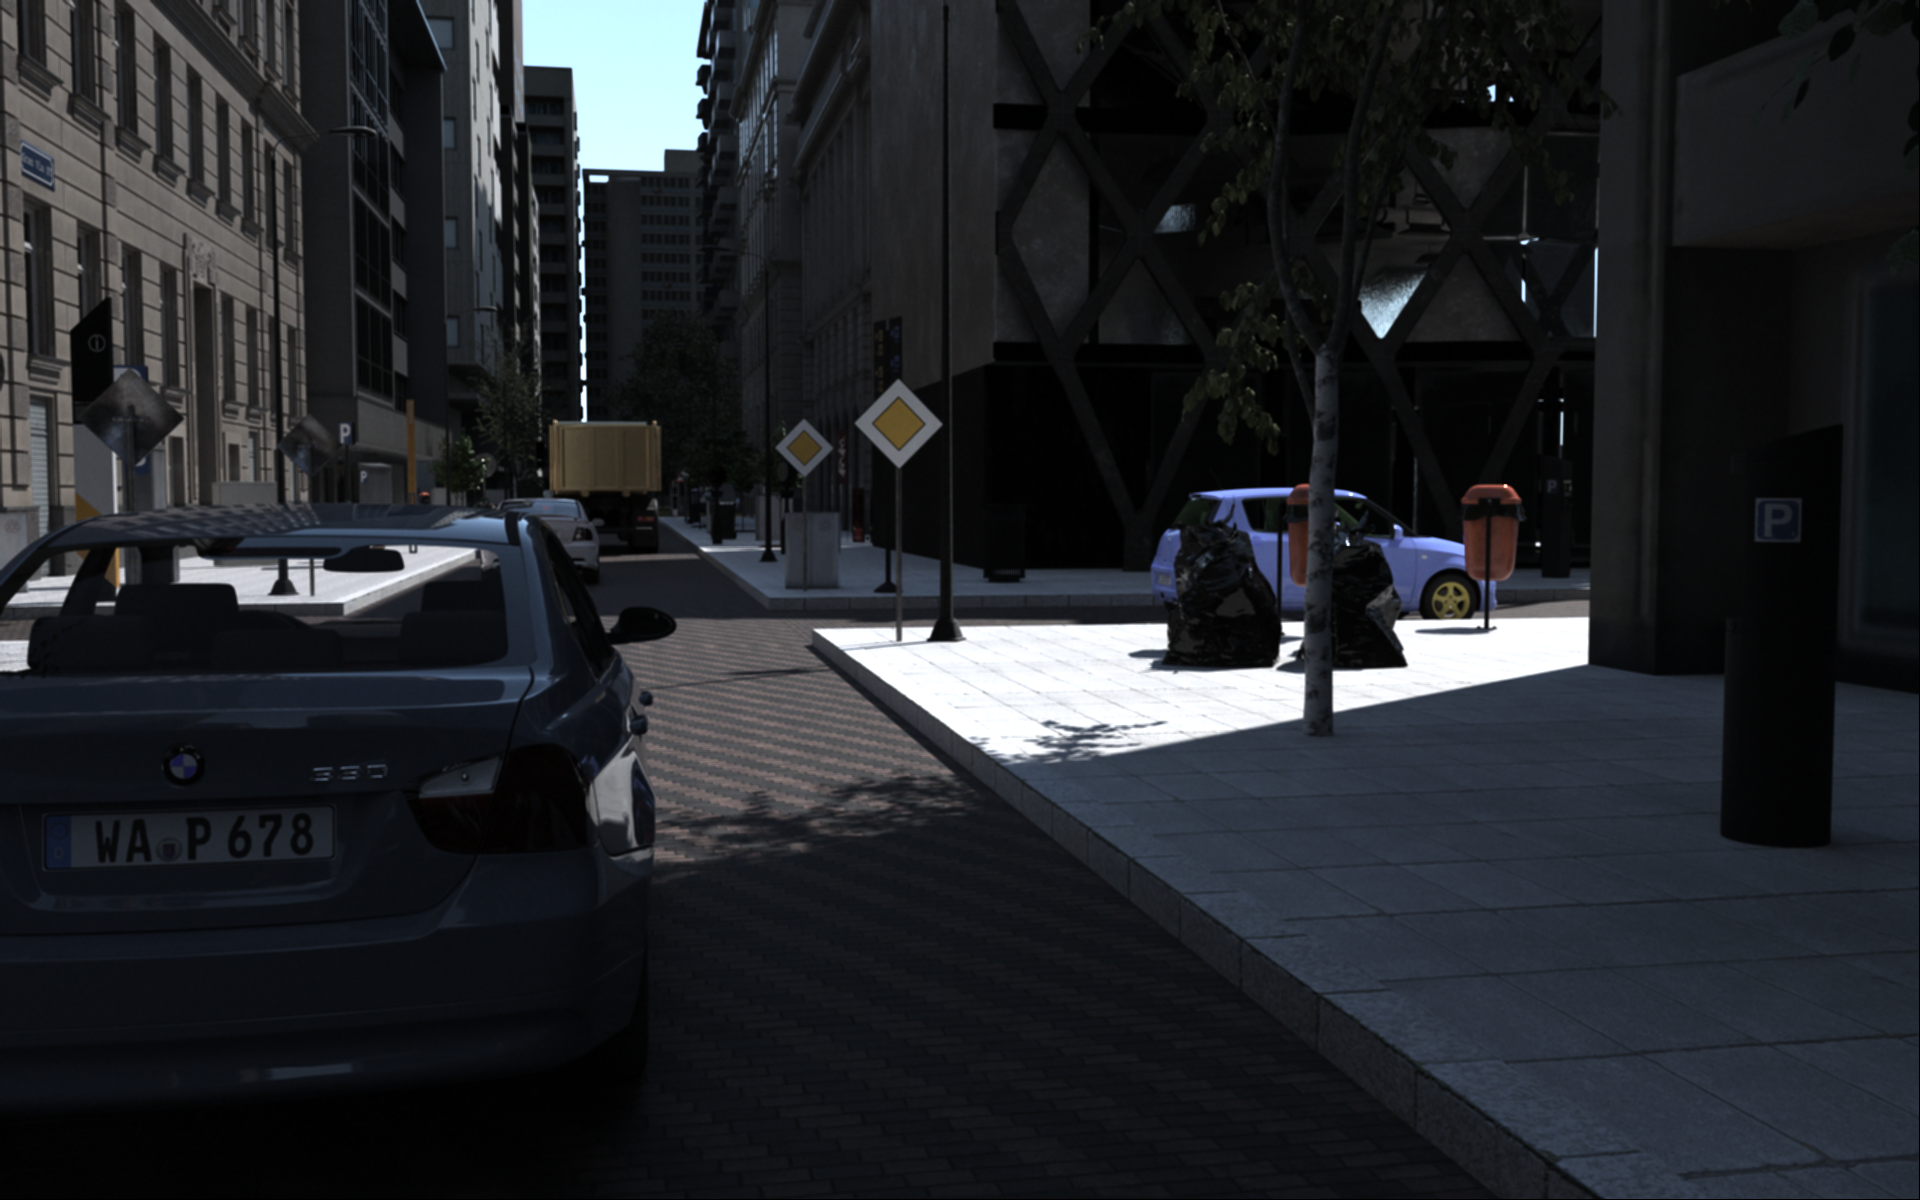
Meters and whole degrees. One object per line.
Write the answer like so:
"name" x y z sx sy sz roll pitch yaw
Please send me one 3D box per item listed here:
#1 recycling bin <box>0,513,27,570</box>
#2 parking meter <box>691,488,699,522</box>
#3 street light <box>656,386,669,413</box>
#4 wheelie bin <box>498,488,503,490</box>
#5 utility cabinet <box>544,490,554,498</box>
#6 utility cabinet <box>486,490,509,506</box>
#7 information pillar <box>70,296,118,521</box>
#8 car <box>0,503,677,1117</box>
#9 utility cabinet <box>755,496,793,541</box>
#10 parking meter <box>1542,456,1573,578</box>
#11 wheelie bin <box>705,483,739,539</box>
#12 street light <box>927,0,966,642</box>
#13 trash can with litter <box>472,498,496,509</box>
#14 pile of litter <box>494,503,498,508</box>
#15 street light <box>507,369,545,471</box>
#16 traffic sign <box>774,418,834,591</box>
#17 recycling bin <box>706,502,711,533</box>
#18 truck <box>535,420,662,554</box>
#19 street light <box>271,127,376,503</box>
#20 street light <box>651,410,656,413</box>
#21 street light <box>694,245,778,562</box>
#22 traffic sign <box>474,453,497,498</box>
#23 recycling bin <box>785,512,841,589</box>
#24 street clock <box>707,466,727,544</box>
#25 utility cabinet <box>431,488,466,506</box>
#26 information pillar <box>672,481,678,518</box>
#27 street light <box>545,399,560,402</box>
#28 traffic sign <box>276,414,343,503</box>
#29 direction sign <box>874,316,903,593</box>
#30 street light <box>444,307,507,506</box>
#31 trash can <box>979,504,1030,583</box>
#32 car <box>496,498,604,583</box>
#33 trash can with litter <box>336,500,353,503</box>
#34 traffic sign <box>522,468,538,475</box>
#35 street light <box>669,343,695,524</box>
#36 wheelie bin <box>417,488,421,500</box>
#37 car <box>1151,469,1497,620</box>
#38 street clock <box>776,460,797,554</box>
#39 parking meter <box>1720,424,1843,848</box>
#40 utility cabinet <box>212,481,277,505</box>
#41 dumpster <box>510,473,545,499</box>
"recycling bin" -12.598 -0.609 22.519 0.722 1.027 0.722 -3 5 -40
"parking meter" -12.009 -4.289 78.539 0.372 1.533 0.369 0 3 0
"street light" -12.203 -6.250 74.723 1.470 5.913 1.316 -1 4 -11
"wheelie bin" -23.684 -4.971 89.180 0.693 1.594 0.980 0 4 3
"utility cabinet" -22.241 -5.201 93.710 0.318 1.500 1.173 -2 4 -32
"utility cabinet" -22.785 -4.673 85.077 1.173 1.500 0.318 -3 4 -36
"information pillar" -10.285 -1.790 20.617 0.504 3.616 0.183 0 4 2
"car" -1.872 0.407 5.345 2.014 1.417 4.499 -1 4 -11
"utility cabinet" -5.149 -2.253 47.992 1.020 1.237 0.306 -2 4 -26
"parking meter" 9.143 -1.271 26.500 0.255 1.863 0.399 -2 4 -32
"wheelie bin" -6.777 -2.525 49.186 0.980 1.594 0.693 -2 4 -28
"street light" -0.651 -2.592 14.922 1.470 5.913 1.316 -1 4 -11
"trash can with litter" -14.696 -2.542 52.948 0.624 1.170 1.055 1 4 15
"pile of litter" -22.318 -4.260 83.614 1.719 0.858 1.176 -2 4 -33
"street light" -16.287 -5.603 64.143 1.470 5.913 1.316 -1 4 -11
"traffic sign" -2.052 -1.176 22.862 0.795 2.450 0.064 -1 4 -11
"recycling bin" -7.893 -2.723 57.070 0.722 1.027 0.722 1 4 14
"truck" -9.316 -3.004 45.044 3.469 3.379 9.791 -1 4 -13
"street light" -8.077 -3.023 21.963 1.470 5.913 1.316 -1 4 -11
"street light" -16.441 -7.576 96.407 1.470 5.913 1.316 -1 4 -11
"street light" -4.168 -3.674 32.616 1.470 5.913 1.316 -1 4 -11
"traffic sign" -14.745 -3.277 53.691 0.768 2.556 0.104 0 4 -2
"recycling bin" -2.013 -0.686 23.766 0.722 1.027 0.722 0 4 -1
"street clock" -6.220 -2.432 44.340 0.471 2.002 0.358 -2 4 -31
"utility cabinet" -18.329 -3.268 62.103 1.173 1.500 0.318 -2 4 -35
"information pillar" -15.540 -5.502 94.451 0.304 2.012 0.304 -1 4 -10
"street light" -20.231 -6.874 84.928 1.470 5.913 1.316 -1 4 -11
"traffic sign" -8.138 -1.105 21.709 0.795 2.450 0.064 -1 4 -11
"direction sign" -0.938 -1.868 22.546 0.379 3.537 0.876 -2 4 -25
"street light" -12.165 -4.308 42.984 1.470 5.913 1.316 -1 4 -11
"trash can" 0.646 -0.832 25.256 0.748 1.137 0.748 0 3 0
"car" -7.001 -1.016 28.981 2.083 1.381 4.827 -1 4 -13
"trash can with litter" -11.427 -1.322 33.010 0.624 1.170 1.055 2 4 34
"traffic sign" -20.828 -5.127 83.935 0.768 2.556 0.104 0 4 -6
"street light" -8.154 -4.959 53.621 1.470 5.913 1.316 -1 4 -11
"wheelie bin" -29.199 -5.184 92.672 0.980 1.594 0.693 1 4 14
"car" 3.969 -0.569 18.892 3.694 1.707 1.945 -1 4 -10
"street clock" -3.685 -1.974 36.851 0.358 2.002 0.471 -3 5 -39
"parking meter" 3.039 0.122 6.414 0.372 1.533 0.369 0 3 0
"utility cabinet" -12.615 -1.347 30.704 0.318 1.500 1.173 3 5 39
"dumpster" -19.829 -4.702 79.375 1.502 2.255 1.985 -1 4 -11
